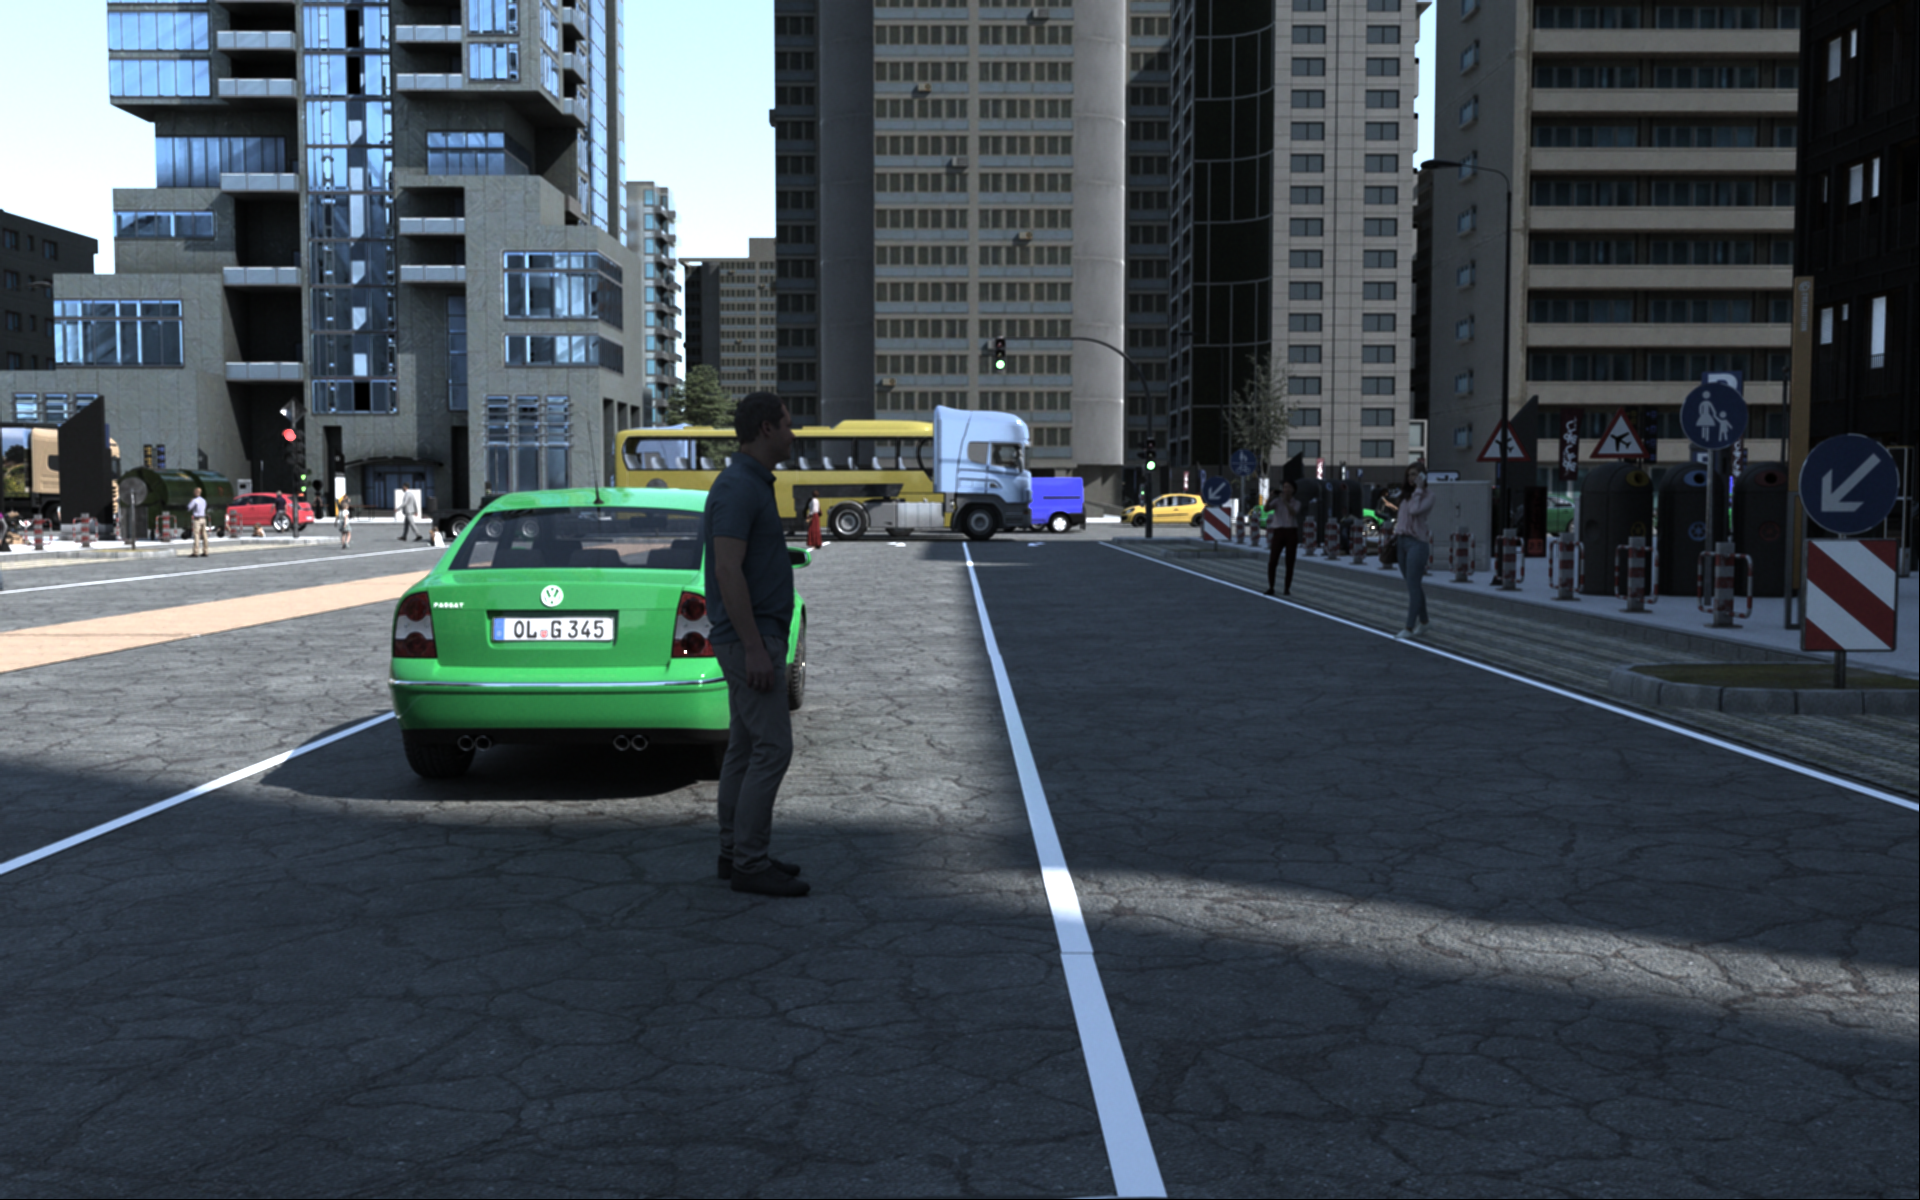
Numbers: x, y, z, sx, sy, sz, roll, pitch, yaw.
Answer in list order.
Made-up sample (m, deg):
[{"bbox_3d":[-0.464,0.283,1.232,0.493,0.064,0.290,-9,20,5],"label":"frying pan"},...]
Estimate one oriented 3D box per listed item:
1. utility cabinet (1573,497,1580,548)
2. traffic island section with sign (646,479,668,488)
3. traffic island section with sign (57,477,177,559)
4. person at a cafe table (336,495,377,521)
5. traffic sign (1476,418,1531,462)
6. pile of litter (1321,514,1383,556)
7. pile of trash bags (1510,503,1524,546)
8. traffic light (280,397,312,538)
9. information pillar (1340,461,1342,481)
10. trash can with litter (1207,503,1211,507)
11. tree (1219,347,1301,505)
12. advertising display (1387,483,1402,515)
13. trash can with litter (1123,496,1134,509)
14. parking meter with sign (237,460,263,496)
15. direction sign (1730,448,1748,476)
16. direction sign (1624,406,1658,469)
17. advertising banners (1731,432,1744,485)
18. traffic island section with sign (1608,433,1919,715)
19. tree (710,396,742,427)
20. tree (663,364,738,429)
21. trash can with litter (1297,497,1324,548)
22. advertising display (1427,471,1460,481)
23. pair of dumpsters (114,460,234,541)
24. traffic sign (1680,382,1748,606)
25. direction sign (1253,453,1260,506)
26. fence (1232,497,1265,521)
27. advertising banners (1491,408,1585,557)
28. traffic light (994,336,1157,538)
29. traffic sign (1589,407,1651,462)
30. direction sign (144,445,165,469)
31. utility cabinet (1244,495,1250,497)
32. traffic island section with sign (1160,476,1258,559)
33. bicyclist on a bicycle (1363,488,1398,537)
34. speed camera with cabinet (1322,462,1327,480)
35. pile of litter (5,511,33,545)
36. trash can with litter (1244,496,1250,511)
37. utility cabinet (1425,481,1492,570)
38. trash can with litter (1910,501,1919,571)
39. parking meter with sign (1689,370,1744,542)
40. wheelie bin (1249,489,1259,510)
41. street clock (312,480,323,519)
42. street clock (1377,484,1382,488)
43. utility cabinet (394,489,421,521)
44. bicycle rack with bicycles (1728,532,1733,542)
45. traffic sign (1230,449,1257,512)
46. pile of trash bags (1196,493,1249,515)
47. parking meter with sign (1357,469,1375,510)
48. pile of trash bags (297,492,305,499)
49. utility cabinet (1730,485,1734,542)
[{"bbox_3d":[15.122,-1.836,41.174,0.306,1.237,1.020,-3,5,-40],"label":"utility cabinet"},{"bbox_3d":[-8.951,-2.594,50.548,2.006,1.907,1.989,0,4,0],"label":"traffic island section with sign"},{"bbox_3d":[-18.909,-1.864,39.100,1.989,1.847,2.006,0,4,0],"label":"traffic island section with sign"},{"bbox_3d":[-28.948,-4.410,82.966,1.726,1.238,1.698,-1,4,-9],"label":"person at a cafe table"},{"bbox_3d":[8.921,-1.742,28.484,0.884,2.594,0.081,0,4,3],"label":"traffic sign"},{"bbox_3d":[8.323,-1.361,36.212,1.719,0.858,1.176,0,4,-4],"label":"pile of litter"},{"bbox_3d":[13.366,-2.077,43.719,1.912,1.369,3.447,0,4,-2],"label":"pile of trash bags"},{"bbox_3d":[-19.245,-3.743,50.125,0.839,4.253,0.868,0,4,0],"label":"traffic light"},{"bbox_3d":[26.672,-7.950,121.334,0.183,3.616,0.504,0,4,6],"label":"information pillar"},{"bbox_3d":[19.745,-7.499,133.996,0.624,1.170,1.055,3,4,36],"label":"trash can with litter"},{"bbox_3d":[15.215,-8.353,86.942,4.360,8.622,3.978,0,3,0],"label":"tree"},{"bbox_3d":[25.654,-5.918,101.976,0.974,1.923,0.123,0,4,0],"label":"advertising display"},{"bbox_3d":[8.551,-4.528,85.413,1.055,1.170,0.624,0,4,6],"label":"trash can with litter"},{"bbox_3d":[-36.993,-5.705,89.543,1.738,3.016,0.543,-1,4,-18],"label":"parking meter with sign"},{"bbox_3d":[38.535,-5.738,85.814,0.379,3.537,0.876,-3,5,-42],"label":"direction sign"},{"bbox_3d":[17.579,-3.229,44.789,0.876,3.537,0.379,0,4,-6],"label":"direction sign"},{"bbox_3d":[22.288,-3.199,48.488,0.090,3.025,2.074,-1,4,-18],"label":"advertising banners"},{"bbox_3d":[5.707,-0.213,12.116,1.989,1.847,2.006,0,4,0],"label":"traffic island section with sign"},{"bbox_3d":[-21.871,-14.100,164.946,7.601,10.594,8.767,2,4,26],"label":"tree"},{"bbox_3d":[-22.834,-14.282,151.635,7.486,12.596,7.792,0,3,0],"label":"tree"},{"bbox_3d":[8.471,-1.833,41.021,1.678,1.210,2.233,-1,4,-13],"label":"trash can with litter"},{"bbox_3d":[13.242,-2.595,47.638,0.974,1.923,0.123,0,4,-5],"label":"advertising display"},{"bbox_3d":[-22.097,-2.830,48.761,1.574,2.255,4.437,0,4,0],"label":"pair of dumpsters"},{"bbox_3d":[8.597,-1.207,19.842,0.768,2.556,0.104,0,4,1],"label":"traffic sign"},{"bbox_3d":[16.307,-6.307,95.109,0.379,3.537,0.876,-1,4,-22],"label":"direction sign"},{"bbox_3d":[13.992,-4.326,81.930,2.264,1.192,0.480,1,4,19],"label":"fence"},{"bbox_3d":[11.623,-2.377,35.044,2.074,3.025,0.090,0,4,-6],"label":"advertising banners"},{"bbox_3d":[3.374,-4.615,50.119,4.771,5.953,1.251,0,4,0],"label":"traffic light"},{"bbox_3d":[9.848,-1.584,25.903,0.884,2.594,0.081,0,4,5],"label":"traffic sign"},{"bbox_3d":[-36.850,-5.340,79.305,0.876,3.537,0.379,-2,4,-27],"label":"direction sign"},{"bbox_3d":[21.027,-7.019,125.929,1.020,1.237,0.306,0,4,5],"label":"utility cabinet"},{"bbox_3d":[5.568,-1.862,39.071,1.989,1.847,2.006,0,4,0],"label":"traffic island section with sign"},{"bbox_3d":[13.519,-2.750,54.983,1.625,1.676,1.499,0,3,0],"label":"bicyclist on a bicycle"},{"bbox_3d":[22.826,-6.784,105.261,2.038,3.252,0.660,3,5,43],"label":"speed camera with cabinet"},{"bbox_3d":[-24.288,-1.839,44.031,1.719,0.858,1.176,1,4,23],"label":"pile of litter"},{"bbox_3d":[19.709,-6.548,118.447,0.624,1.170,1.055,1,4,17],"label":"trash can with litter"},{"bbox_3d":[8.270,-1.244,29.017,1.173,1.500,0.318,2,4,30],"label":"utility cabinet"},{"bbox_3d":[15.621,-1.065,28.806,1.055,1.170,0.624,-2,4,-30],"label":"trash can with litter"},{"bbox_3d":[10.342,-1.694,23.958,0.543,3.016,1.738,2,4,34],"label":"parking meter with sign"},{"bbox_3d":[19.198,-6.396,112.484,0.980,1.594,0.693,2,4,27],"label":"wheelie bin"},{"bbox_3d":[-32.624,-5.104,88.015,0.471,2.002,0.358,1,4,16],"label":"street clock"},{"bbox_3d":[31.142,-7.585,128.585,0.358,2.002,0.471,-1,4,-13],"label":"street clock"},{"bbox_3d":[-26.018,-4.459,81.584,1.173,1.500,0.318,-2,4,-30],"label":"utility cabinet"},{"bbox_3d":[13.258,-0.986,29.503,2.925,0.926,2.852,-3,4,-38],"label":"bicycle rack with bicycles"},{"bbox_3d":[7.992,-2.988,48.960,0.768,2.556,0.104,0,3,0],"label":"traffic sign"},{"bbox_3d":[16.048,-5.878,105.858,3.447,1.369,1.912,1,4,16],"label":"pile of trash bags"},{"bbox_3d":[28.256,-7.552,119.741,0.543,3.016,1.738,-3,4,-36],"label":"parking meter with sign"},{"bbox_3d":[-33.568,-4.566,84.400,3.447,1.369,1.912,0,4,7],"label":"pile of trash bags"},{"bbox_3d":[20.345,-2.175,44.237,1.173,1.500,0.318,2,4,26],"label":"utility cabinet"}]
